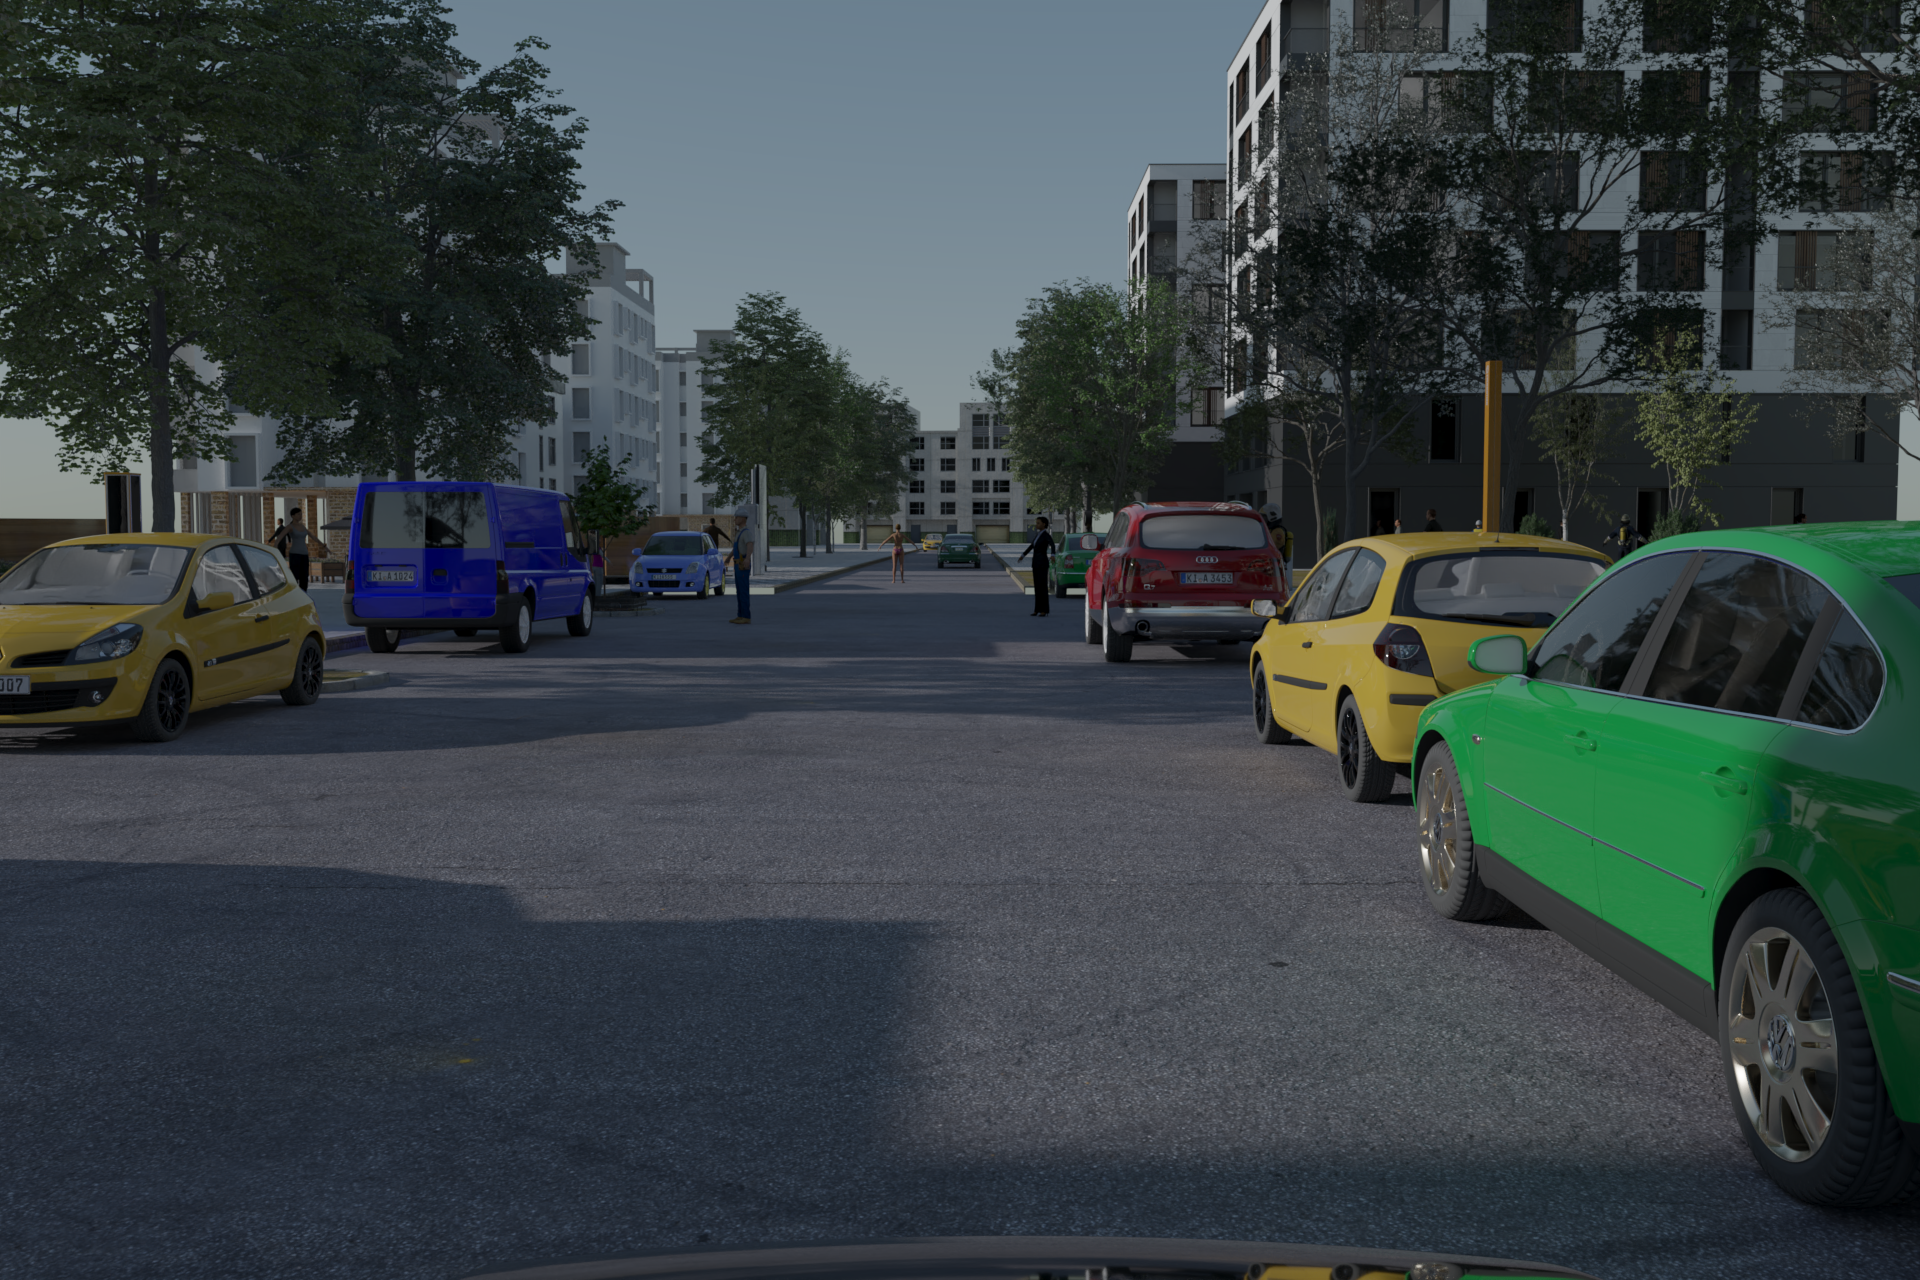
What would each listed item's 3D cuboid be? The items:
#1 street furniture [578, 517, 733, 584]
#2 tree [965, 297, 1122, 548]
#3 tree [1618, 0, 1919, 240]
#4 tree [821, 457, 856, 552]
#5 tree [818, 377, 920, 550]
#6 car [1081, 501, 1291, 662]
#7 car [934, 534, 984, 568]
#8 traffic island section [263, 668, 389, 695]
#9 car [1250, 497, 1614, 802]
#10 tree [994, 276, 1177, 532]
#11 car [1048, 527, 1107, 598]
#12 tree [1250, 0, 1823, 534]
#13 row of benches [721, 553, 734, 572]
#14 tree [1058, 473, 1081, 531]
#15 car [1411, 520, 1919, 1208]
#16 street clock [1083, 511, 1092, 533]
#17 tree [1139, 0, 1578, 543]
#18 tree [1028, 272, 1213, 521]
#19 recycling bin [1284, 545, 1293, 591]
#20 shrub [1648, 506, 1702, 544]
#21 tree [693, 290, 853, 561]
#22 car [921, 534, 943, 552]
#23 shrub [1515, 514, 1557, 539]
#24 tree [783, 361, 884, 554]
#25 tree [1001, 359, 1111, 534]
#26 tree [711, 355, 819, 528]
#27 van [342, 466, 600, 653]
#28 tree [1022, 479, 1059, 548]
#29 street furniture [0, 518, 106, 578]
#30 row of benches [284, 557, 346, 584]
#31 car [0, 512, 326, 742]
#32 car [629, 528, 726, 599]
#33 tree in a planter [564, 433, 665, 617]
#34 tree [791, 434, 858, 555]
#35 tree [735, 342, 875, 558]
[{"bbox_3d":[-9.140,-2.494,47.639,9.812,1.723,11.010,-1,4,-15],"label":"street furniture"},{"bbox_3d":[6.743,-17.383,140.106,12.611,20.169,13.585,0,3,0],"label":"tree"},{"bbox_3d":[8.571,-4.793,12.771,7.601,10.594,8.767,-3,5,-41],"label":"tree"},{"bbox_3d":[-8.892,-10.418,120.689,4.737,8.622,4.395,0,3,0],"label":"tree"},{"bbox_3d":[-7.897,-14.255,139.720,9.857,13.997,8.962,0,3,0],"label":"tree"},{"bbox_3d":[2.636,-0.748,20.903,2.281,1.827,5.304,0,4,0],"label":"car"},{"bbox_3d":[-0.037,-3.778,73.569,2.131,1.459,4.920,0,3,0],"label":"car"},{"bbox_3d":[-6.548,0.397,16.369,1.991,0.108,1.994,0,4,1],"label":"traffic island section"},{"bbox_3d":[2.900,-0.028,10.680,2.015,1.641,3.980,0,4,-1],"label":"car"},{"bbox_3d":[6.408,-10.950,85.685,9.857,13.997,8.962,0,3,0],"label":"tree"},{"bbox_3d":[3.007,-1.917,40.144,1.959,1.807,4.718,0,4,-1],"label":"car"},{"bbox_3d":[9.000,-5.736,28.188,8.767,10.594,7.601,0,4,-2],"label":"tree"},{"bbox_3d":[-8.815,-2.683,59.329,4.104,0.672,1.422,3,4,38],"label":"row of benches"},{"bbox_3d":[7.146,-10.040,114.511,4.360,8.622,3.978,0,3,0],"label":"tree"},{"bbox_3d":[2.649,0.228,5.064,1.959,1.807,4.718,0,3,0],"label":"car"},{"bbox_3d":[4.047,-3.066,54.699,0.358,2.002,0.471,0,4,-1],"label":"street clock"},{"bbox_3d":[9.125,-7.907,39.658,12.009,13.543,11.850,0,3,0],"label":"tree"},{"bbox_3d":[6.307,-8.716,68.255,9.928,11.665,9.643,0,3,0],"label":"tree"},{"bbox_3d":[7.176,-1.649,39.520,0.722,1.027,0.722,0,4,1],"label":"recycling bin"},{"bbox_3d":[18.233,-2.423,44.043,1.690,2.028,1.600,0,3,0],"label":"shrub"},{"bbox_3d":[-8.748,-9.973,81.186,7.486,12.596,7.792,0,3,0],"label":"tree"},{"bbox_3d":[-2.049,-7.824,138.142,2.015,1.641,3.980,0,4,1],"label":"car"},{"bbox_3d":[19.490,-3.337,58.984,1.690,2.028,1.600,0,3,0],"label":"shrub"},{"bbox_3d":[-8.627,-11.924,113.082,7.486,12.596,7.792,0,3,0],"label":"tree"},{"bbox_3d":[6.265,-11.591,107.644,7.486,12.596,7.792,0,3,0],"label":"tree"},{"bbox_3d":[-8.305,-7.434,71.903,4.737,8.622,4.395,0,3,0],"label":"tree"},{"bbox_3d":[-6.151,-1.109,22.511,2.240,2.365,5.245,0,4,1],"label":"van"},{"bbox_3d":[6.696,-10.911,128.758,4.737,8.622,4.395,0,3,0],"label":"tree"},{"bbox_3d":[-28.164,-2.566,48.809,11.010,1.723,9.812,3,5,45],"label":"street furniture"},{"bbox_3d":[-17.485,-1.906,46.627,1.422,0.672,4.104,-3,4,-36],"label":"row of benches"},{"bbox_3d":[-6.274,-0.178,13.133,2.015,1.641,3.980,0,3,0],"label":"car"},{"bbox_3d":[-6.358,-1.807,39.128,1.945,1.707,3.694,0,4,1],"label":"car"},{"bbox_3d":[-6.357,-2.058,30.865,1.991,3.239,1.994,0,4,1],"label":"tree in a planter"},{"bbox_3d":[-9.042,-9.453,104.919,4.360,8.622,3.978,0,3,0],"label":"tree"},{"bbox_3d":[-8.512,-10.292,94.029,9.928,11.665,9.643,0,3,0],"label":"tree"}]
